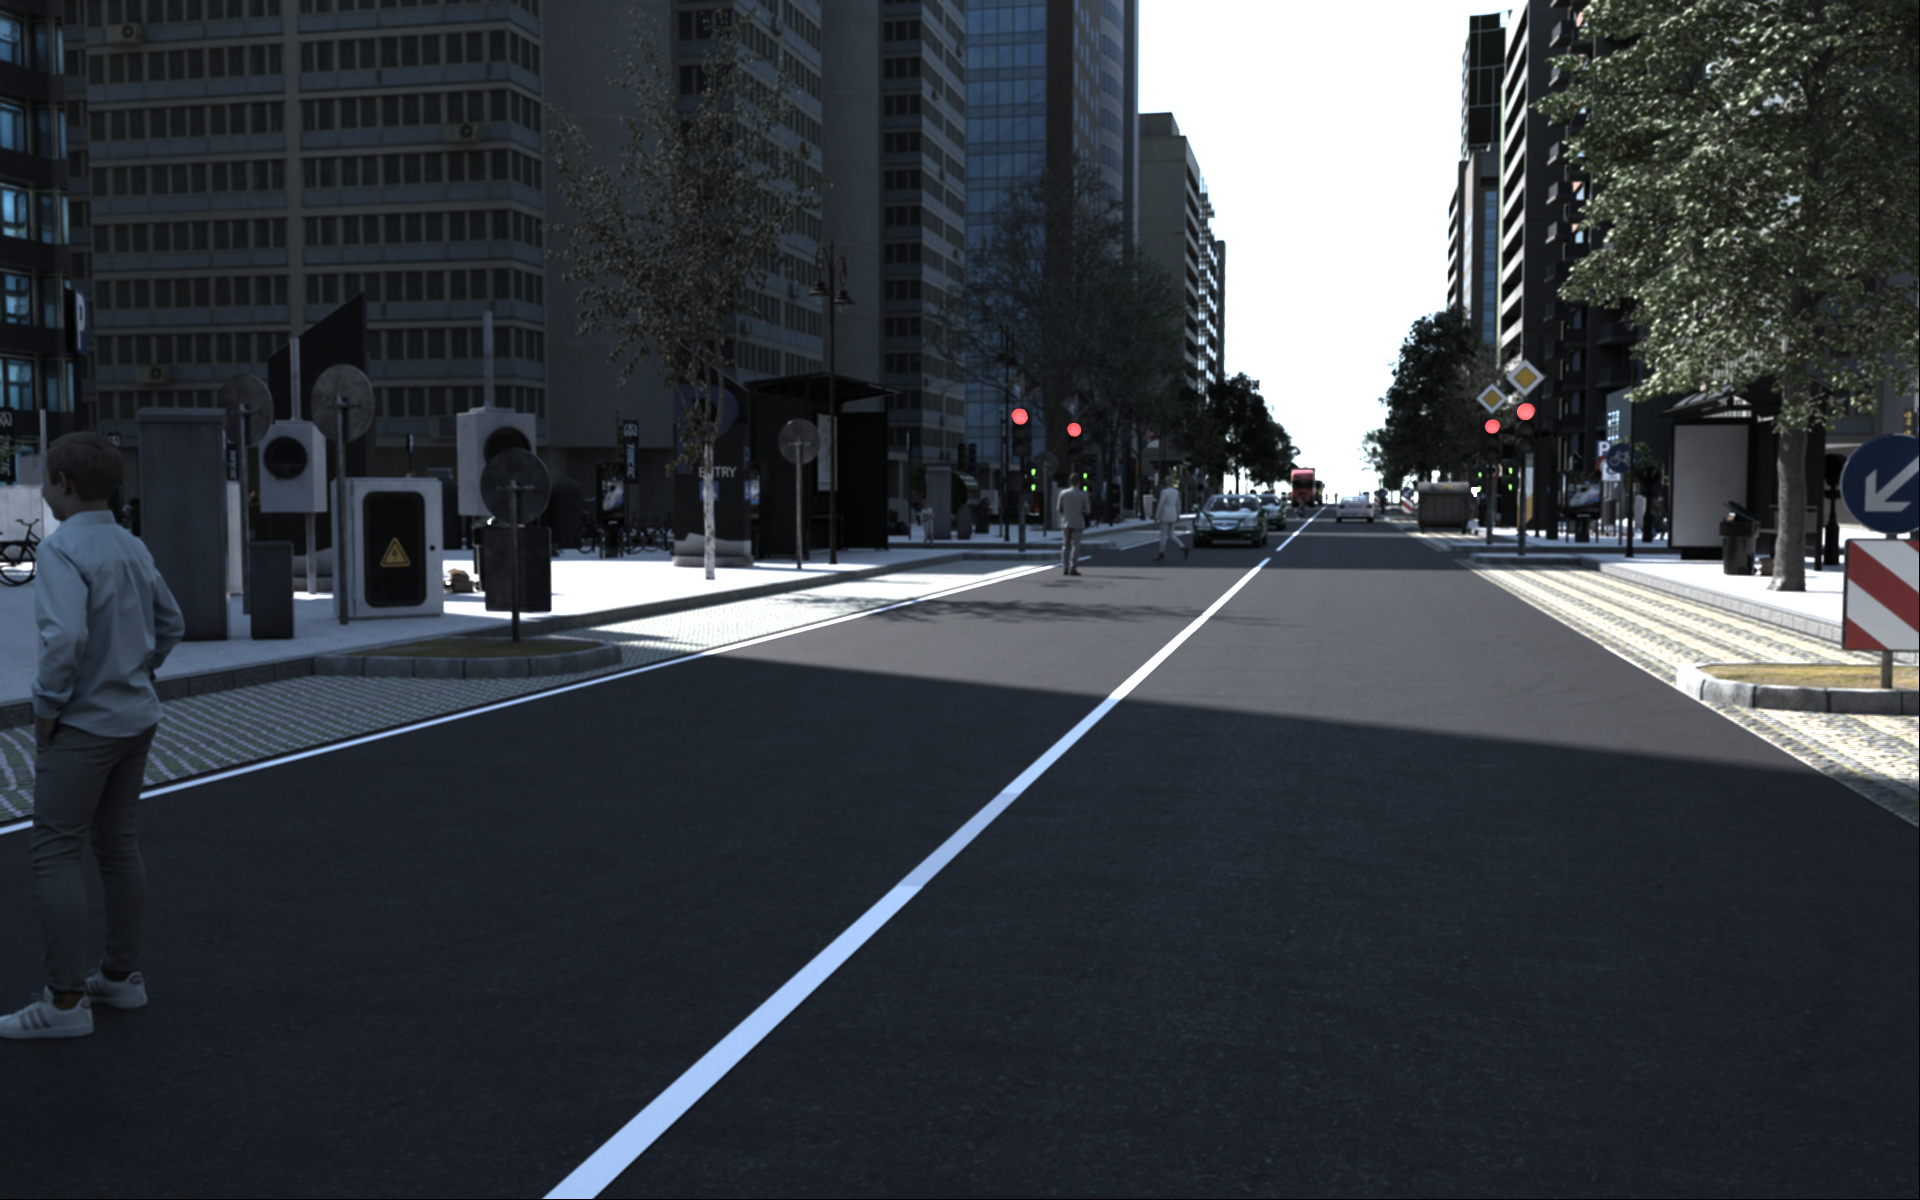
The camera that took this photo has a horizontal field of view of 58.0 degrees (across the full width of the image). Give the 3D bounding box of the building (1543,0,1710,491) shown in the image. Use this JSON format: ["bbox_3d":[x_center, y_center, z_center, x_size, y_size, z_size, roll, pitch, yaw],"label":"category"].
[{"bbox_3d":[55.193,-28.878,126.786,22.147,44.769,28.867,1,4,12],"label":"building"}]

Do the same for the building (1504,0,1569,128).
[{"bbox_3d":[59.474,-32.286,151.582,21.300,48.544,21.600,1,4,12],"label":"building"}]

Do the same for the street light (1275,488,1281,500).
[{"bbox_3d":[45.098,-16.788,247.271,0.468,5.910,1.993,1,4,12],"label":"street light"}]

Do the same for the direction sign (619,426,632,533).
[{"bbox_3d":[-11.058,-4.010,57.561,0.876,3.537,0.379,3,4,38],"label":"direction sign"}]

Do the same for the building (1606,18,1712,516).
[{"bbox_3d":[49.553,-47.709,92.715,22.319,86.520,31.000,1,4,12],"label":"building"}]

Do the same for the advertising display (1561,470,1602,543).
[{"bbox_3d":[16.511,-2.489,45.903,0.974,1.923,0.123,-1,4,-8],"label":"advertising display"}]

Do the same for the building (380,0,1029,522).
[{"bbox_3d":[-12.947,-25.109,102.415,32.217,40.220,23.993,1,4,12],"label":"building"}]

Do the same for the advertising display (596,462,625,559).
[{"bbox_3d":[-7.020,-1.811,34.832,0.123,1.923,0.974,1,4,17],"label":"advertising display"}]

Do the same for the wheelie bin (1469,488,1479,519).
[{"bbox_3d":[26.169,-4.902,88.051,0.693,1.594,0.980,-2,4,-29],"label":"wheelie bin"}]

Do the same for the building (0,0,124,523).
[{"bbox_3d":[-50.306,-28.093,78.930,30.456,49.044,23.786,1,4,12],"label":"building"}]

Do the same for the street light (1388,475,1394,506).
[{"bbox_3d":[51.222,-14.320,206.921,0.468,5.910,1.993,1,4,12],"label":"street light"}]

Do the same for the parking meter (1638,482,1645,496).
[{"bbox_3d":[33.852,-4.916,86.094,0.255,1.863,0.399,1,4,12],"label":"parking meter"}]

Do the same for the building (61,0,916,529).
[{"bbox_3d":[-19.129,-23.192,71.077,32.217,40.220,23.993,1,4,12],"label":"building"}]

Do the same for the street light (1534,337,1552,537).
[{"bbox_3d":[17.144,-4.800,51.270,0.468,5.910,1.993,1,4,12],"label":"street light"}]

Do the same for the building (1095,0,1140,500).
[{"bbox_3d":[3.490,-37.247,150.995,21.231,58.520,28.212,1,4,12],"label":"building"}]

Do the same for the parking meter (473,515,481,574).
[{"bbox_3d":[-7.613,-1.183,27.749,0.372,1.533,0.369,0,3,0],"label":"parking meter"}]

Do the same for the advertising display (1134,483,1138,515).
[{"bbox_3d":[9.769,-5.696,98.343,0.123,1.923,0.974,3,5,39],"label":"advertising display"}]

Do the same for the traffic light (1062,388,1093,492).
[{"bbox_3d":[3.102,-3.498,46.107,0.839,4.253,0.868,1,4,12],"label":"traffic light"}]

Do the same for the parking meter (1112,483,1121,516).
[{"bbox_3d":[8.148,-5.164,90.136,0.399,1.863,0.255,2,4,31],"label":"parking meter"}]

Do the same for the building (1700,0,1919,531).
[{"bbox_3d":[41.480,-22.660,62.373,23.993,40.220,32.217,1,4,12],"label":"building"}]

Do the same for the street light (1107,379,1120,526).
[{"bbox_3d":[6.009,-5.867,68.721,0.468,5.910,1.993,1,4,12],"label":"street light"}]

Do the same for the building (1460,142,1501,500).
[{"bbox_3d":[71.406,-34.836,219.671,14.600,45.320,14.200,1,4,12],"label":"building"}]

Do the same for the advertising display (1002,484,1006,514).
[{"bbox_3d":[2.236,-4.861,84.696,0.123,1.923,0.974,1,4,14],"label":"advertising display"}]

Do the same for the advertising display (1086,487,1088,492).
[{"bbox_3d":[7.182,-5.983,103.043,0.974,1.923,0.123,1,4,14],"label":"advertising display"}]

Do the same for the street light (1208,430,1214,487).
[{"bbox_3d":[17.599,-9.107,121.685,0.468,5.910,1.993,1,4,12],"label":"street light"}]

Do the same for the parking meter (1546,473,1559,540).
[{"bbox_3d":[16.686,-2.633,48.765,0.255,1.863,0.399,0,4,3],"label":"parking meter"}]

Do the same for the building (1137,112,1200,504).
[{"bbox_3d":[19.417,-36.768,224.864,21.300,48.544,21.600,1,4,12],"label":"building"}]

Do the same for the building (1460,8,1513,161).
[{"bbox_3d":[82.929,-50.084,257.127,20.563,71.187,20.611,1,4,12],"label":"building"}]

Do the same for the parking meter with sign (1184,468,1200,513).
[{"bbox_3d":[15.109,-7.264,115.027,1.738,3.016,0.543,-2,4,-28],"label":"parking meter with sign"}]

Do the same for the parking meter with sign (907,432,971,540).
[{"bbox_3d":[-0.587,-3.200,48.585,1.738,3.016,0.543,0,4,-7],"label":"parking meter with sign"}]

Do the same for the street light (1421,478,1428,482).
[{"bbox_3d":[33.592,-9.364,125.891,0.468,5.910,1.993,1,4,12],"label":"street light"}]

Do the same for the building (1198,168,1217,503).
[{"bbox_3d":[25.266,-38.620,251.042,23.786,49.044,30.456,1,4,12],"label":"building"}]

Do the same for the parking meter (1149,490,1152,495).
[{"bbox_3d":[13.100,-6.730,118.440,0.372,1.533,0.369,0,3,0],"label":"parking meter"}]

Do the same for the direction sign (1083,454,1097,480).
[{"bbox_3d":[7.353,-6.487,98.057,0.876,3.537,0.379,-2,4,-24],"label":"direction sign"}]

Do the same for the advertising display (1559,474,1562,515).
[{"bbox_3d":[19.751,-3.092,55.762,0.974,1.923,0.123,-1,4,-17],"label":"advertising display"}]

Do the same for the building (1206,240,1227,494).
[{"bbox_3d":[34.190,-35.994,272.088,14.154,41.232,14.086,1,4,12],"label":"building"}]

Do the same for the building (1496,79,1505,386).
[{"bbox_3d":[60.161,-29.793,170.713,14.154,41.232,14.086,1,4,12],"label":"building"}]

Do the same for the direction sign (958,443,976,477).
[{"bbox_3d":[0.313,-5.235,77.589,0.876,3.537,0.379,2,4,24],"label":"direction sign"}]

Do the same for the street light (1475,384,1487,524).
[{"bbox_3d":[21.962,-6.130,73.019,0.468,5.910,1.993,1,4,12],"label":"street light"}]

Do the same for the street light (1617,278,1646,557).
[{"bbox_3d":[13.607,-3.806,35.023,0.468,5.910,1.993,1,4,12],"label":"street light"}]

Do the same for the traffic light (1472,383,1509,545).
[{"bbox_3d":[13.423,-3.361,43.872,0.839,4.253,0.868,1,4,12],"label":"traffic light"}]

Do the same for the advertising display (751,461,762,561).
[{"bbox_3d":[-4.275,-1.710,33.165,0.974,1.923,0.123,-2,4,-28],"label":"advertising display"}]

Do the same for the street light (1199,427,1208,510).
[{"bbox_3d":[15.622,-8.551,112.597,0.468,5.910,1.993,1,4,12],"label":"street light"}]

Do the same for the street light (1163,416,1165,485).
[{"bbox_3d":[10.738,-7.223,90.886,0.468,5.910,1.993,1,4,12],"label":"street light"}]

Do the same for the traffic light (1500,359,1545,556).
[{"bbox_3d":[11.715,-2.884,36.071,0.839,4.253,0.868,1,4,12],"label":"traffic light"}]

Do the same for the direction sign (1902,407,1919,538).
[{"bbox_3d":[24.880,-3.254,45.200,0.379,3.537,0.876,-1,4,-10],"label":"direction sign"}]

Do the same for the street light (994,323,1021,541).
[{"bbox_3d":[1.280,-4.538,46.977,0.468,5.910,1.993,1,4,12],"label":"street light"}]

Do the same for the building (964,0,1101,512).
[{"bbox_3d":[2.650,-29.342,129.858,14.600,45.320,14.200,1,4,12],"label":"building"}]

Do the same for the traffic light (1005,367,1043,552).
[{"bbox_3d":[1.394,-3.021,38.306,0.839,4.253,0.868,1,4,12],"label":"traffic light"}]

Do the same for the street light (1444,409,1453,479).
[{"bbox_3d":[26.686,-7.460,94.765,0.468,5.910,1.993,1,4,12],"label":"street light"}]

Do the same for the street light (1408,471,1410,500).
[{"bbox_3d":[38.285,-10.695,147.643,0.468,5.910,1.993,1,4,12],"label":"street light"}]

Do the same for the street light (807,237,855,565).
[{"bbox_3d":[-2.318,-3.587,31.443,0.468,5.910,1.993,1,4,12],"label":"street light"}]

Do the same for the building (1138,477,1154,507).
[{"bbox_3d":[3.847,-29.761,178.465,32.217,40.220,23.993,1,4,12],"label":"building"}]

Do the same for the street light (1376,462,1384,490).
[{"bbox_3d":[60.755,-16.981,250.426,0.468,5.910,1.993,1,4,12],"label":"street light"}]

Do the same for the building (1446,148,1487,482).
[{"bbox_3d":[78.126,-37.498,236.793,21.300,48.544,21.600,1,4,12],"label":"building"}]
